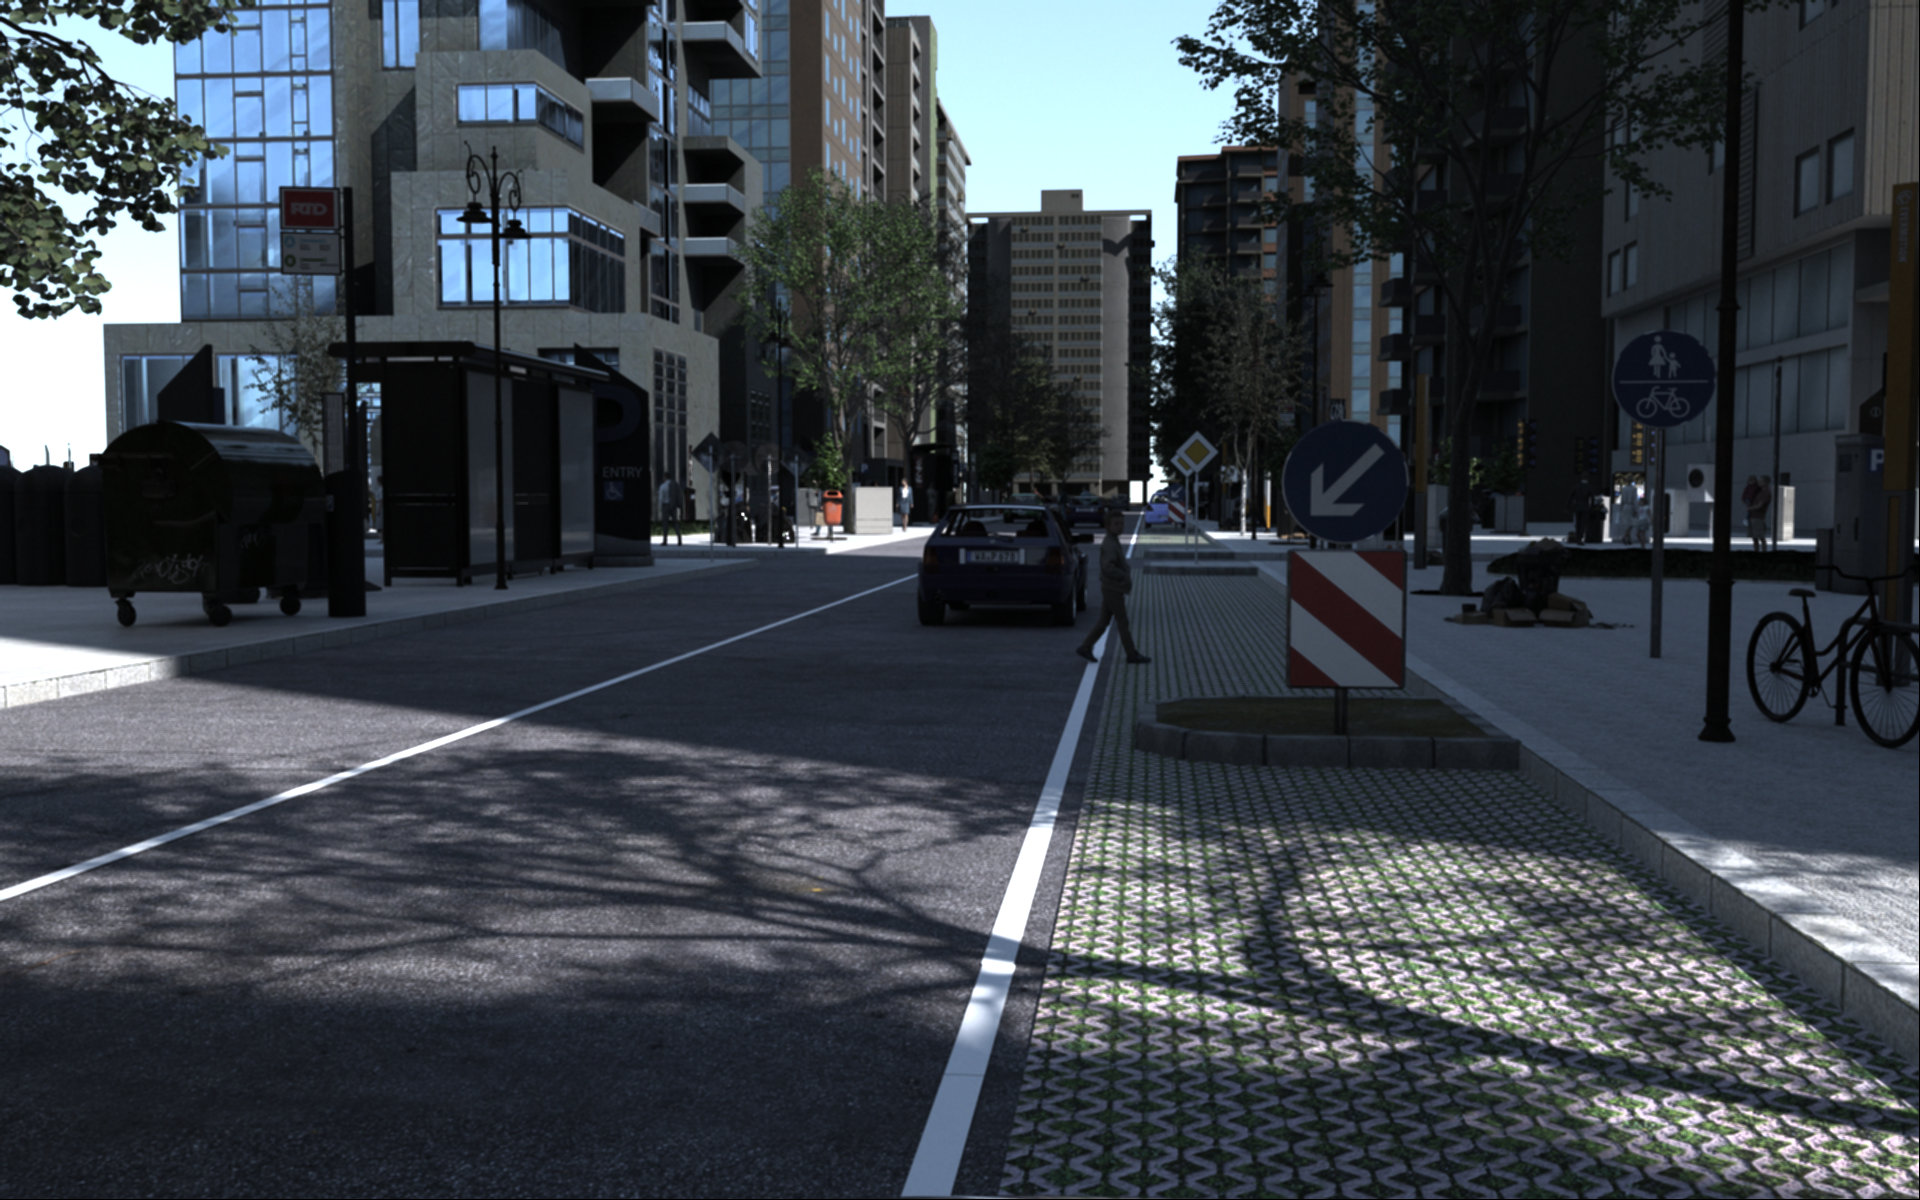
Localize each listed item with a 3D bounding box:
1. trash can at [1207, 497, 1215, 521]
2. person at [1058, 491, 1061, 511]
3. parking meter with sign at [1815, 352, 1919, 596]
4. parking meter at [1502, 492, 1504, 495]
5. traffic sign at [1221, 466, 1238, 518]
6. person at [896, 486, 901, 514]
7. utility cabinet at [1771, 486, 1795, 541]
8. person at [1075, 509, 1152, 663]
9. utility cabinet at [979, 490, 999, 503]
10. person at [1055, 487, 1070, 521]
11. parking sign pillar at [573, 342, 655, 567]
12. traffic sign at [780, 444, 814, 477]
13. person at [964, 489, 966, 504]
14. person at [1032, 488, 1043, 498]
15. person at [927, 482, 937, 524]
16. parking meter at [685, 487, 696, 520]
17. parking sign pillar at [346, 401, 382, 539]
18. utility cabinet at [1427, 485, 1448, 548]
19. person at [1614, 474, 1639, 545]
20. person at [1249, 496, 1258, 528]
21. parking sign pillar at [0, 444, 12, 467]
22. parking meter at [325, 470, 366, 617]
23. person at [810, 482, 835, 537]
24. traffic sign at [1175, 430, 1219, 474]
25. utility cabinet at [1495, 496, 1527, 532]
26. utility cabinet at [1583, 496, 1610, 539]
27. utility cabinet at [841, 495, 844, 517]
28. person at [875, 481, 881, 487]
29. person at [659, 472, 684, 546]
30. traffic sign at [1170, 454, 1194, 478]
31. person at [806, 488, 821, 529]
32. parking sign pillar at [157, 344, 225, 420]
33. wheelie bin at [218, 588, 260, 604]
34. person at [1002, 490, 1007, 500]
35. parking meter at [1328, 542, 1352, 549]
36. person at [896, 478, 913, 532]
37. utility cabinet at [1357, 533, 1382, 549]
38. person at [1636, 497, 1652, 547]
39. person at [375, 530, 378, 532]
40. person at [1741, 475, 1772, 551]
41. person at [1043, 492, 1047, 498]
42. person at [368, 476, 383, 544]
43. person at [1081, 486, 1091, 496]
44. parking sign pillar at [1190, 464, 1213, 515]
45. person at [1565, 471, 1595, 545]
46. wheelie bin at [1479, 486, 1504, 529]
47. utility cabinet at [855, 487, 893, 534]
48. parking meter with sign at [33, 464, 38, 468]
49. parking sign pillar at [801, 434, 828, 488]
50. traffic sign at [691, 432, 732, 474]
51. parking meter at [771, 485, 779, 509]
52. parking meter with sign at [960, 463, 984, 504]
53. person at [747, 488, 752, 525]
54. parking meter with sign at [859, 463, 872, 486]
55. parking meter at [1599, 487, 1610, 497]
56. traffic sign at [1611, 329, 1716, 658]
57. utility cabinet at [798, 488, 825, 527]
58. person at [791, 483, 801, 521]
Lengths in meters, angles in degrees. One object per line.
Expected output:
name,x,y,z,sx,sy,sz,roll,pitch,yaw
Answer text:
trash can,12.298,-4.417,83.871,0.748,1.137,0.748,0,3,0
person,5.995,-5.737,104.109,0.330,1.601,0.589,1,4,22
parking meter with sign,11.574,-1.583,22.147,0.543,3.016,1.738,0,4,-2
parking meter,20.655,-3.551,66.463,0.372,1.533,0.369,0,3,0
traffic sign,9.637,-3.660,61.969,0.606,2.300,0.079,1,4,15
person,-3.696,-6.313,109.664,0.661,1.777,0.834,-1,4,-21
utility cabinet,22.603,-2.376,47.531,0.318,1.500,1.173,3,4,38
person,1.292,-0.114,14.636,0.640,1.303,0.475,0,4,-3
utility cabinet,1.772,-5.877,104.771,1.173,1.500,0.318,0,4,6
person,5.405,-5.100,91.870,0.794,1.824,0.713,-3,4,-37
parking sign pillar,-6.187,-2.592,30.855,1.447,3.967,1.447,-1,4,-12
traffic sign,-3.834,-2.347,40.566,0.795,2.593,0.064,0,4,6
person,0.588,-8.503,145.729,0.551,1.740,0.621,1,4,20
person,6.196,-8.243,141.536,1.217,1.743,0.721,1,4,21
person,-1.134,-4.106,73.452,0.520,1.790,0.573,2,4,27
parking meter,-9.766,-3.324,62.757,0.372,1.533,0.369,0,3,0
parking sign pillar,-17.307,-3.736,49.553,1.447,3.967,1.447,0,4,-5
utility cabinet,11.278,-2.001,41.394,0.318,1.500,1.173,-1,4,-9
person,16.817,-2.278,43.635,0.624,1.780,0.694,-1,4,-23
person,11.121,-3.356,65.588,0.362,1.253,0.373,2,4,31
parking sign pillar,-39.858,-5.076,71.460,1.447,3.967,1.447,-3,5,-40
parking meter,-6.439,-0.596,18.155,0.372,1.533,0.369,0,3,0
person,-4.042,-2.755,51.074,0.713,1.824,0.794,-1,4,-15
traffic sign,4.343,-1.801,31.629,0.795,2.593,0.064,0,4,6
utility cabinet,18.684,-2.911,58.754,1.020,1.237,0.306,1,4,19
utility cabinet,18.181,-2.356,49.689,0.306,1.237,1.020,-1,4,-20
utility cabinet,-6.426,-5.275,97.407,0.306,1.237,1.020,2,4,26
person,-3.207,-3.800,68.266,0.616,1.811,0.778,-3,5,-40
person,-7.161,-2.254,43.000,0.679,1.850,0.850,-3,4,-39
traffic sign,5.205,-2.286,39.568,0.795,2.593,0.064,0,4,6
person,-5.395,-3.513,63.669,0.537,1.800,0.526,1,4,9
parking sign pillar,-14.031,-2.643,31.678,1.447,3.967,1.447,2,4,26
wheelie bin,-8.589,-0.762,20.360,0.693,1.594,0.980,-2,4,-27
person,4.824,-10.899,185.026,1.217,1.735,0.721,-3,5,-42
parking meter,5.939,-1.141,27.058,0.372,1.533,0.369,0,3,0
person,-1.871,-3.258,59.330,0.581,1.822,0.654,1,4,17
utility cabinet,9.770,-1.797,40.549,0.306,1.237,1.020,-2,4,-35
person,15.770,-1.758,39.799,0.382,1.210,0.505,-1,4,-18
person,-18.304,-2.973,54.667,0.620,1.820,0.660,-2,4,-28
person,16.279,-1.646,35.387,0.580,1.828,0.573,2,4,35
person,7.783,-9.129,158.519,0.599,1.433,0.991,-3,5,-41
person,-14.983,-2.322,44.577,0.524,1.755,0.480,-1,4,-15
person,6.461,-4.960,89.453,0.638,1.841,0.748,0,4,6
parking sign pillar,15.241,-7.375,109.059,1.447,3.967,1.447,0,4,-6
person,15.580,-2.297,43.370,0.659,1.850,0.755,2,4,35
wheelie bin,19.650,-3.430,63.986,0.693,1.594,0.980,-3,4,-36
utility cabinet,-2.719,-2.803,54.508,1.173,1.500,0.318,-1,4,-10
parking meter with sign,-54.999,-6.438,101.519,1.738,3.016,0.543,0,4,-6
parking sign pillar,-6.558,-5.505,78.476,1.447,3.967,1.447,-3,4,-39
traffic sign,-4.696,-1.862,32.628,0.795,2.593,0.064,0,4,6
parking meter,-5.399,-2.580,50.590,0.372,1.533,0.369,0,3,0
parking meter with sign,0.660,-6.056,95.283,0.543,3.016,1.738,-3,5,-40
person,-8.752,-3.898,69.901,0.709,1.813,0.853,2,4,31
parking meter with sign,-4.997,-6.209,97.774,0.543,3.016,1.738,-2,4,-33
parking meter,23.945,-3.425,64.405,0.372,1.533,0.369,0,3,0
traffic sign,5.452,-0.819,13.502,0.768,2.556,0.104,1,4,9
utility cabinet,-5.798,-3.588,67.336,1.173,1.500,0.318,2,4,34
person,-7.839,-4.728,83.521,0.592,1.802,0.473,1,4,8
